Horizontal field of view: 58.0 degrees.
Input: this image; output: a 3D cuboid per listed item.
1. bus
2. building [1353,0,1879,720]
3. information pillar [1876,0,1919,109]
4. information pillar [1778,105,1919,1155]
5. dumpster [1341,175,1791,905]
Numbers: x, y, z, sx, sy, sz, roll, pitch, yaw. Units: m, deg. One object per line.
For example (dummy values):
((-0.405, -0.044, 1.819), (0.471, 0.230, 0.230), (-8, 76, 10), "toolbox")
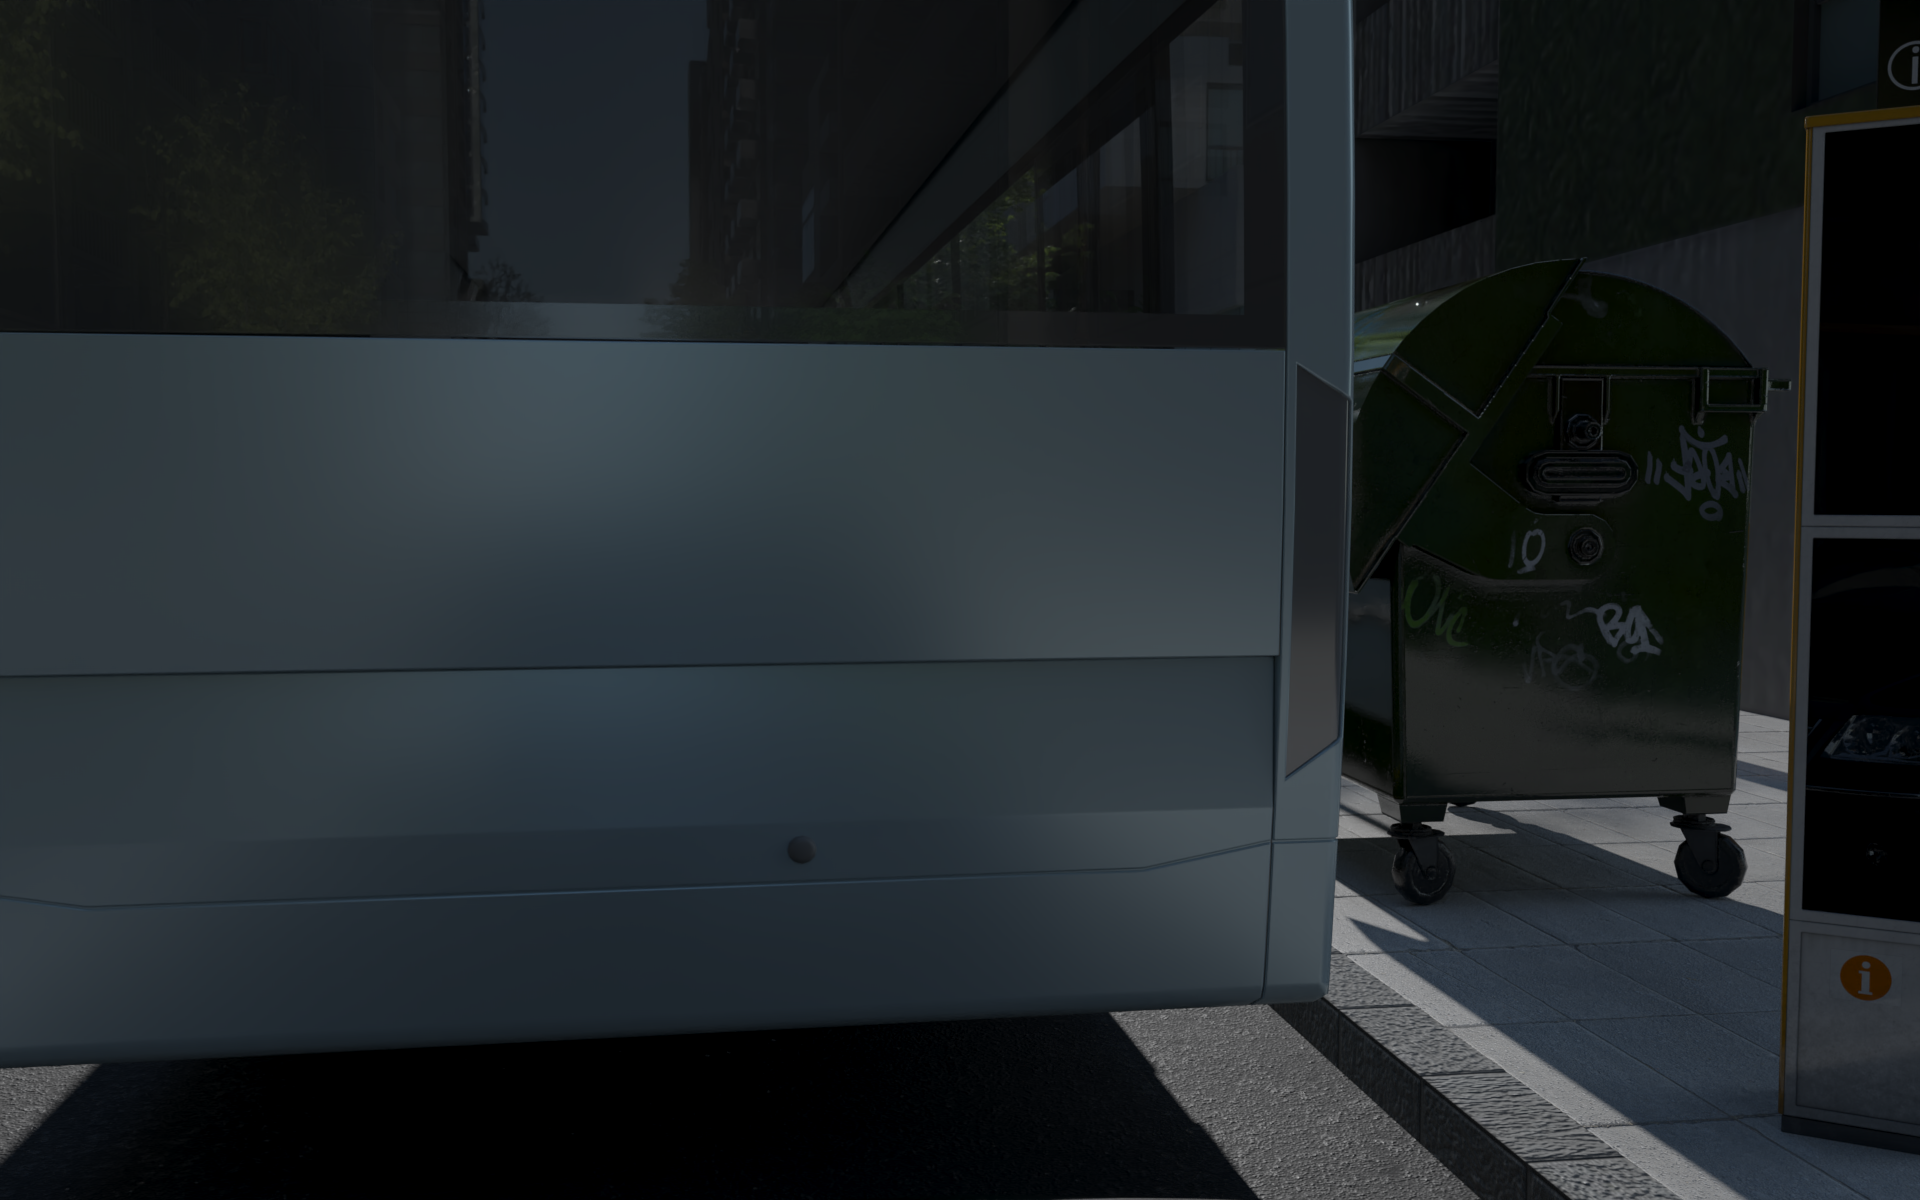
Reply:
((-1.644, -0.891, 9.429), (2.948, 3.499, 13.247), (-1, 4, -10), "bus")
((10.785, -14.927, 15.752), (14.160, 30.474, 14.107), (-1, 4, -8), "building")
((4.056, -0.973, 7.266), (0.504, 3.616, 0.183), (2, 4, 25), "information pillar")
((1.845, 0.062, 3.473), (0.304, 2.012, 0.304), (2, 4, 30), "information pillar")
((1.743, -0.225, 6.180), (1.502, 2.255, 1.985), (-1, 4, -8), "dumpster")
